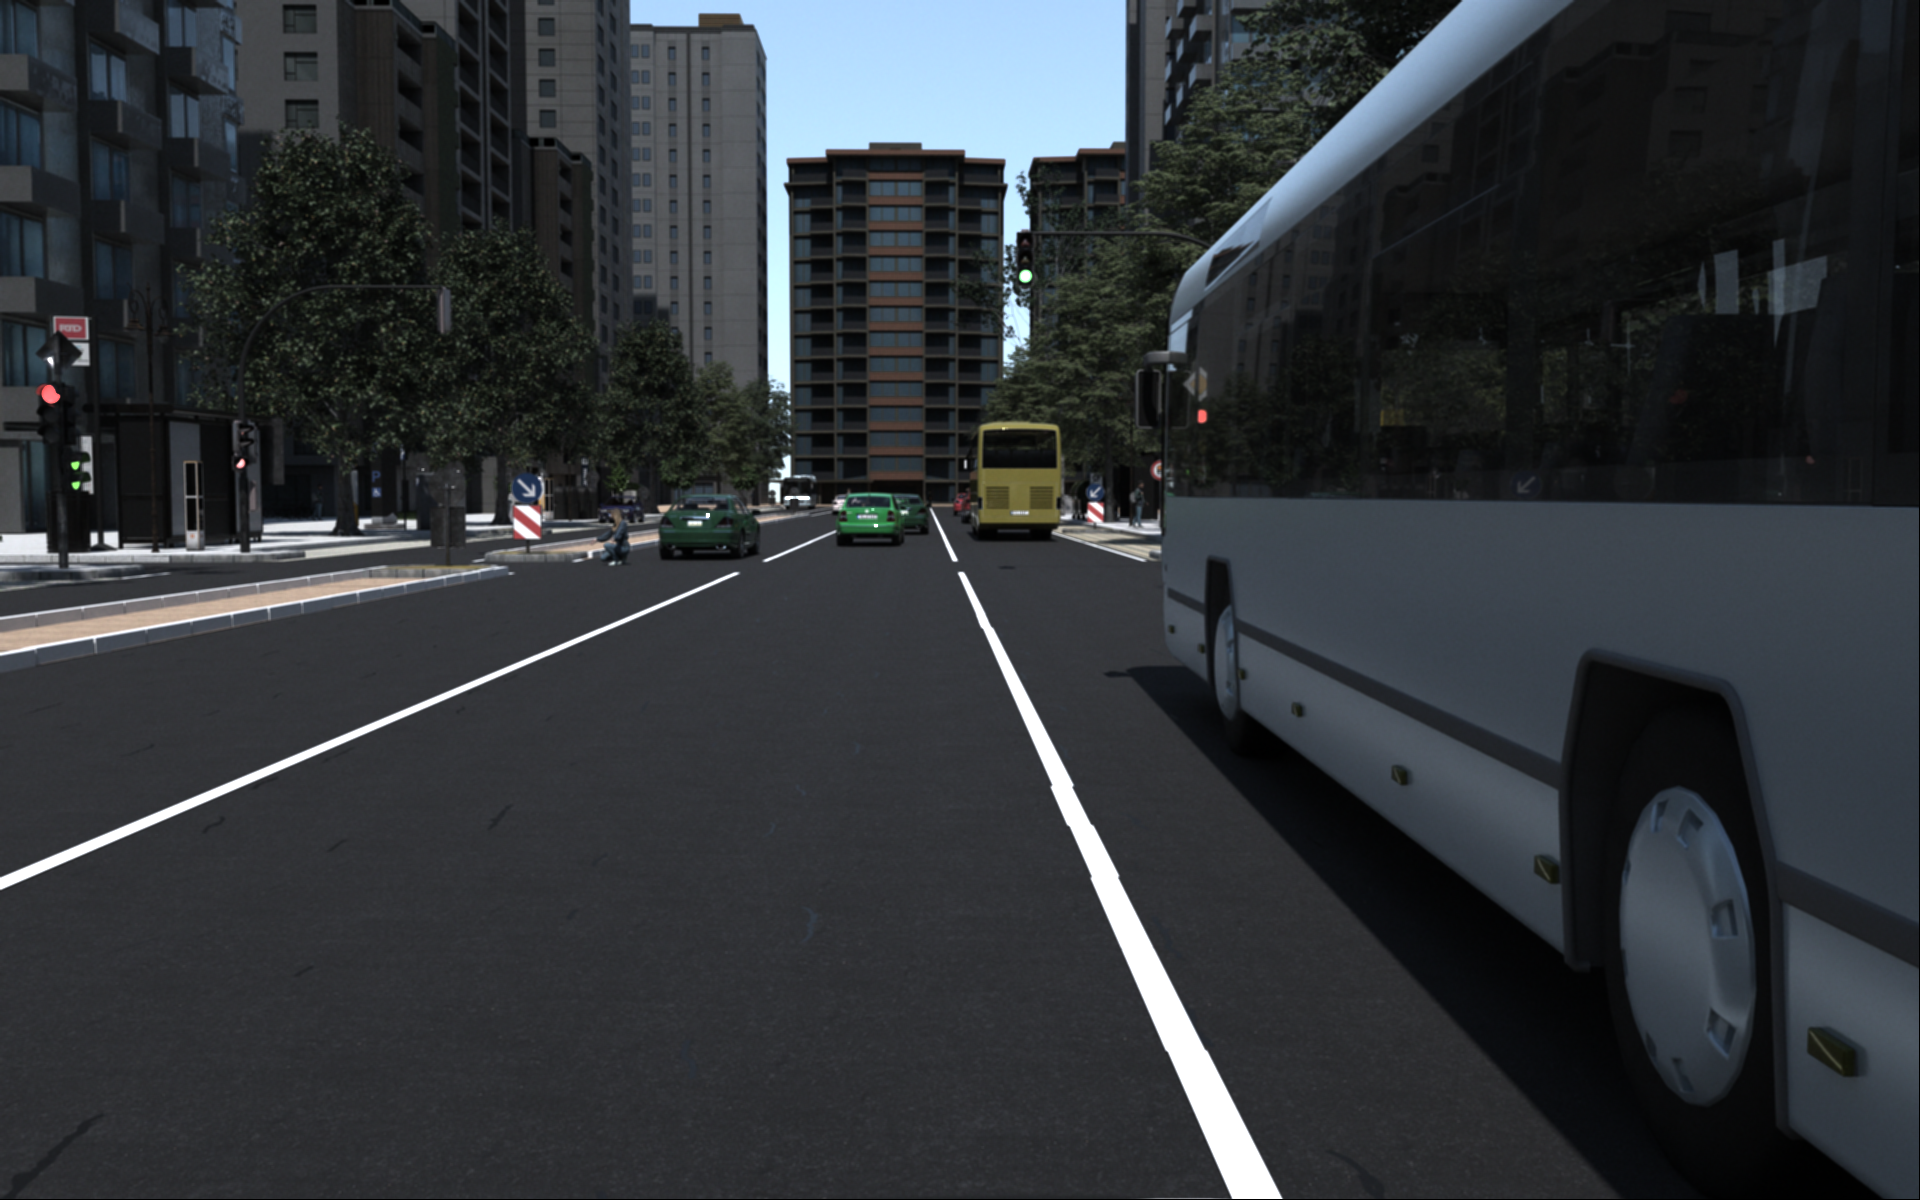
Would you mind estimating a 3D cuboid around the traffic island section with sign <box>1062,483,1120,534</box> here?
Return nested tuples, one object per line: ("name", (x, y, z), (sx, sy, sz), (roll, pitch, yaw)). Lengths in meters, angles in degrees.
("traffic island section with sign", (4.774, -3.351, 63.422), (1.989, 1.847, 2.006), (0, 4, -1))

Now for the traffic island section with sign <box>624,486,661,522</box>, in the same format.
("traffic island section with sign", (-16.393, -4.952, 89.600), (1.989, 1.847, 2.006), (0, 4, -1))

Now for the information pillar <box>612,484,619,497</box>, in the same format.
("information pillar", (-19.600, -5.759, 98.655), (0.304, 2.012, 0.304), (1, 4, 14))

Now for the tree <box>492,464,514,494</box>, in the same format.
("tree", (-26.405, -6.522, 101.240), (1.663, 3.219, 1.824), (0, 3, 0))

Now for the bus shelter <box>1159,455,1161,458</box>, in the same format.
("bus shelter", (9.197, -4.556, 68.409), (2.014, 3.302, 5.546), (0, 4, -1))

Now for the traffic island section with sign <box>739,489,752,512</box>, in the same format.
("traffic island section with sign", (-17.445, -8.011, 139.606), (1.989, 1.847, 2.006), (0, 4, -1))

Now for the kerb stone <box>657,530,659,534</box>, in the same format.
("kerb stone", (-10.823, -2.406, 61.534), (0.120, 0.150, 1.000), (0, 4, -1))

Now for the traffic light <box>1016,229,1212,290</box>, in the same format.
("traffic light", (3.332, -3.385, 30.009), (4.771, 5.953, 1.251), (0, 4, -1))

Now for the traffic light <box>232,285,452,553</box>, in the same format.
("traffic light", (-13.512, -3.862, 37.807), (4.771, 5.953, 1.251), (0, 4, -1))

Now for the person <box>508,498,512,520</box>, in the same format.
("person", (-21.372, -4.377, 81.886), (0.425, 1.301, 0.394), (-1, 4, -12))

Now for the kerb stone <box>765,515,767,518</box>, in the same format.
("kerb stone", (-11.675, -4.913, 102.519), (0.120, 0.150, 1.000), (0, 4, -1))

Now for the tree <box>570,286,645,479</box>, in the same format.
("tree", (-18.856, -9.423, 71.070), (9.611, 12.733, 9.660), (0, 3, 0))

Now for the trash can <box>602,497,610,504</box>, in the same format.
("trash can", (-18.549, -4.884, 91.508), (0.748, 1.137, 0.748), (0, 3, 0))

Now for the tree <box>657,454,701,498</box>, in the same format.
("tree", (-20.493, -8.753, 126.819), (4.285, 4.588, 4.351), (0, 3, 0))

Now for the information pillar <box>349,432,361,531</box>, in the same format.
("information pillar", (-21.196, -4.224, 60.419), (0.504, 3.616, 0.183), (2, 4, 29))

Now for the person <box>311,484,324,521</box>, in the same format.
("person", (-30.661, -4.672, 82.780), (0.721, 1.781, 0.623), (-3, 5, -40))

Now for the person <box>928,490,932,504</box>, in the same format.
("person", (-2.988, -10.173, 174.459), (0.705, 1.869, 1.348), (0, 4, 4))

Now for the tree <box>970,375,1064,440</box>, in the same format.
("tree", (5.491, -14.796, 158.916), (9.611, 12.733, 9.660), (0, 3, 0))

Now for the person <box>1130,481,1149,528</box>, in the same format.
("person", (6.711, -3.578, 64.886), (0.721, 1.781, 0.623), (0, 4, 5))

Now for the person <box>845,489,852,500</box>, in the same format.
("person", (-7.303, -6.321, 112.119), (0.573, 1.790, 0.520), (3, 4, 38))

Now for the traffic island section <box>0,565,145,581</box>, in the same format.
("traffic island section", (-15.475, -0.465, 29.879), (2.009, 0.180, 2.903), (0, 4, -1))

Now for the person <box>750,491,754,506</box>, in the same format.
("person", (-23.089, -11.342, 193.933), (1.348, 1.826, 0.705), (3, 5, 43))

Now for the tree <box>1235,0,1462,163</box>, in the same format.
("tree", (7.882, -6.893, 19.362), (9.857, 13.997, 8.962), (0, 3, 0))

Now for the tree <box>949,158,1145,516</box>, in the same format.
("tree", (4.728, -14.979, 100.788), (12.611, 20.169, 13.585), (0, 3, 0))

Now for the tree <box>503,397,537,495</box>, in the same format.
("tree", (-27.998, -9.676, 108.566), (4.737, 8.622, 4.395), (0, 3, 0))

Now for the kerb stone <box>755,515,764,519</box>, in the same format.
("kerb stone", (-11.630, -4.787, 100.465), (0.120, 0.150, 1.000), (0, 4, -1))

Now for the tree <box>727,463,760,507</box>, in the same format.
("tree", (-21.801, -11.666, 174.447), (4.285, 4.588, 4.351), (0, 3, 0))

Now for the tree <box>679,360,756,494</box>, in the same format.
("tree", (-20.903, -13.998, 146.994), (7.486, 12.596, 7.792), (0, 3, 0))

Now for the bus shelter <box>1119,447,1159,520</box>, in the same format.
("bus shelter", (8.980, -5.951, 88.577), (1.731, 3.624, 6.357), (0, 4, -1))

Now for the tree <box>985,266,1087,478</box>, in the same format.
("tree", (6.511, -9.676, 76.326), (7.486, 12.596, 7.792), (0, 3, 0))

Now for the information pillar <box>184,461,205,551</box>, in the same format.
("information pillar", (-17.266, -2.114, 39.059), (0.304, 2.012, 0.304), (0, 4, 0))

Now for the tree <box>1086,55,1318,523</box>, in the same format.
("tree", (7.392, -7.809, 45.797), (7.486, 12.596, 7.792), (0, 3, 0))

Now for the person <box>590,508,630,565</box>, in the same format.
("person", (-6.996, -1.280, 34.920), (0.738, 1.151, 1.012), (-1, 4, -23))

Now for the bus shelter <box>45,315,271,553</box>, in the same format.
("bus shelter", (-19.304, -3.916, 41.652), (2.179, 5.291, 8.768), (0, 4, -1))

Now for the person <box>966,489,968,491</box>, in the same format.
("person", (0.469, -6.138, 109.085), (0.641, 1.798, 0.478), (0, 4, 2))

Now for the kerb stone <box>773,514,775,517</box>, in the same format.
("kerb stone", (-11.783, -5.219, 107.635), (0.120, 0.150, 1.000), (0, 4, -1))

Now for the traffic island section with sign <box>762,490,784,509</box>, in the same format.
("traffic island section with sign", (-18.001, -9.659, 166.555), (1.989, 1.847, 2.006), (0, 4, -1))

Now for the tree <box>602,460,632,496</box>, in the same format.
("tree", (-19.278, -6.285, 97.363), (1.663, 3.219, 1.824), (0, 3, 0))

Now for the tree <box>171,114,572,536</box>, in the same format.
("tree", (-18.943, -8.306, 52.808), (9.611, 12.733, 9.660), (0, 3, 0))

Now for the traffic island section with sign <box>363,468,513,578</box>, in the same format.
("traffic island section with sign", (-9.117, -1.352, 30.245), (2.006, 1.907, 1.989), (0, 4, -1))

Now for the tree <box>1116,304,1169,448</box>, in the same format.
("tree", (7.613, -6.612, 58.468), (4.360, 8.622, 3.978), (0, 3, 0))

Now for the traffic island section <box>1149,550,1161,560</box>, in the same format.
("traffic island section", (5.295, -0.979, 38.292), (2.009, 0.180, 2.903), (0, 4, -1))

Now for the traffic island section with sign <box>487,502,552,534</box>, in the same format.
("traffic island section with sign", (-15.821, -3.293, 62.467), (1.989, 1.847, 2.006), (0, 4, -1))

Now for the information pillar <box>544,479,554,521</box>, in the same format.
("information pillar", (-19.612, -4.780, 82.642), (0.304, 2.012, 0.304), (2, 4, 25))

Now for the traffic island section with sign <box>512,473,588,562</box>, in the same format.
("traffic island section with sign", (-9.262, -1.805, 37.650), (2.006, 1.907, 1.989), (0, 4, -1))

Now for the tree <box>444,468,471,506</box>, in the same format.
("tree", (-23.133, -5.123, 78.362), (1.663, 3.219, 1.824), (0, 3, 0))

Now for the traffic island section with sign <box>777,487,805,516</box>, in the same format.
("traffic island section with sign", (-10.836, -6.400, 112.773), (2.006, 1.907, 1.989), (0, 4, -1))

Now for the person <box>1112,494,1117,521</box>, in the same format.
("person", (7.061, -4.280, 80.290), (0.475, 1.303, 0.640), (-2, 4, -32))

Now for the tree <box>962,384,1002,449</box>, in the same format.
("tree", (5.186, -16.597, 181.729), (12.009, 13.543, 11.850), (0, 3, 0))

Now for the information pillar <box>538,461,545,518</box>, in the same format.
("information pillar", (-22.462, -6.214, 92.960), (0.504, 3.616, 0.183), (3, 4, 36))

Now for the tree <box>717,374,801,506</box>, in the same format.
("tree", (-21.852, -17.014, 184.838), (9.857, 13.997, 8.962), (0, 3, 0))

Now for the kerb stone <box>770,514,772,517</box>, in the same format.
("kerb stone", (-11.733, -5.101, 105.589), (0.120, 0.150, 1.000), (0, 4, -1))

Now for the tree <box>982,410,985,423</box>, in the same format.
("tree", (5.258, -12.600, 124.138), (7.486, 12.596, 7.792), (0, 3, 0))

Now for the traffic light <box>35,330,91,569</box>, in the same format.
("traffic light", (-15.435, -2.497, 29.745), (0.839, 4.253, 0.868), (0, 4, -1))

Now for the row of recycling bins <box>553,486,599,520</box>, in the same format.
("row of recycling bins", (-19.220, -4.852, 86.440), (1.069, 1.692, 3.534), (2, 4, 23))

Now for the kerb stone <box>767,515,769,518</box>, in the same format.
("kerb stone", (-11.699, -4.975, 103.541), (0.120, 0.150, 1.000), (0, 4, -1))

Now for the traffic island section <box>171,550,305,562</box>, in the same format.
("traffic island section", (-15.642, -0.953, 37.862), (2.009, 0.180, 2.903), (0, 4, -1))

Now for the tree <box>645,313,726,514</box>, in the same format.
("tree", (-19.690, -11.814, 110.160), (9.611, 12.733, 9.660), (0, 3, 0))
